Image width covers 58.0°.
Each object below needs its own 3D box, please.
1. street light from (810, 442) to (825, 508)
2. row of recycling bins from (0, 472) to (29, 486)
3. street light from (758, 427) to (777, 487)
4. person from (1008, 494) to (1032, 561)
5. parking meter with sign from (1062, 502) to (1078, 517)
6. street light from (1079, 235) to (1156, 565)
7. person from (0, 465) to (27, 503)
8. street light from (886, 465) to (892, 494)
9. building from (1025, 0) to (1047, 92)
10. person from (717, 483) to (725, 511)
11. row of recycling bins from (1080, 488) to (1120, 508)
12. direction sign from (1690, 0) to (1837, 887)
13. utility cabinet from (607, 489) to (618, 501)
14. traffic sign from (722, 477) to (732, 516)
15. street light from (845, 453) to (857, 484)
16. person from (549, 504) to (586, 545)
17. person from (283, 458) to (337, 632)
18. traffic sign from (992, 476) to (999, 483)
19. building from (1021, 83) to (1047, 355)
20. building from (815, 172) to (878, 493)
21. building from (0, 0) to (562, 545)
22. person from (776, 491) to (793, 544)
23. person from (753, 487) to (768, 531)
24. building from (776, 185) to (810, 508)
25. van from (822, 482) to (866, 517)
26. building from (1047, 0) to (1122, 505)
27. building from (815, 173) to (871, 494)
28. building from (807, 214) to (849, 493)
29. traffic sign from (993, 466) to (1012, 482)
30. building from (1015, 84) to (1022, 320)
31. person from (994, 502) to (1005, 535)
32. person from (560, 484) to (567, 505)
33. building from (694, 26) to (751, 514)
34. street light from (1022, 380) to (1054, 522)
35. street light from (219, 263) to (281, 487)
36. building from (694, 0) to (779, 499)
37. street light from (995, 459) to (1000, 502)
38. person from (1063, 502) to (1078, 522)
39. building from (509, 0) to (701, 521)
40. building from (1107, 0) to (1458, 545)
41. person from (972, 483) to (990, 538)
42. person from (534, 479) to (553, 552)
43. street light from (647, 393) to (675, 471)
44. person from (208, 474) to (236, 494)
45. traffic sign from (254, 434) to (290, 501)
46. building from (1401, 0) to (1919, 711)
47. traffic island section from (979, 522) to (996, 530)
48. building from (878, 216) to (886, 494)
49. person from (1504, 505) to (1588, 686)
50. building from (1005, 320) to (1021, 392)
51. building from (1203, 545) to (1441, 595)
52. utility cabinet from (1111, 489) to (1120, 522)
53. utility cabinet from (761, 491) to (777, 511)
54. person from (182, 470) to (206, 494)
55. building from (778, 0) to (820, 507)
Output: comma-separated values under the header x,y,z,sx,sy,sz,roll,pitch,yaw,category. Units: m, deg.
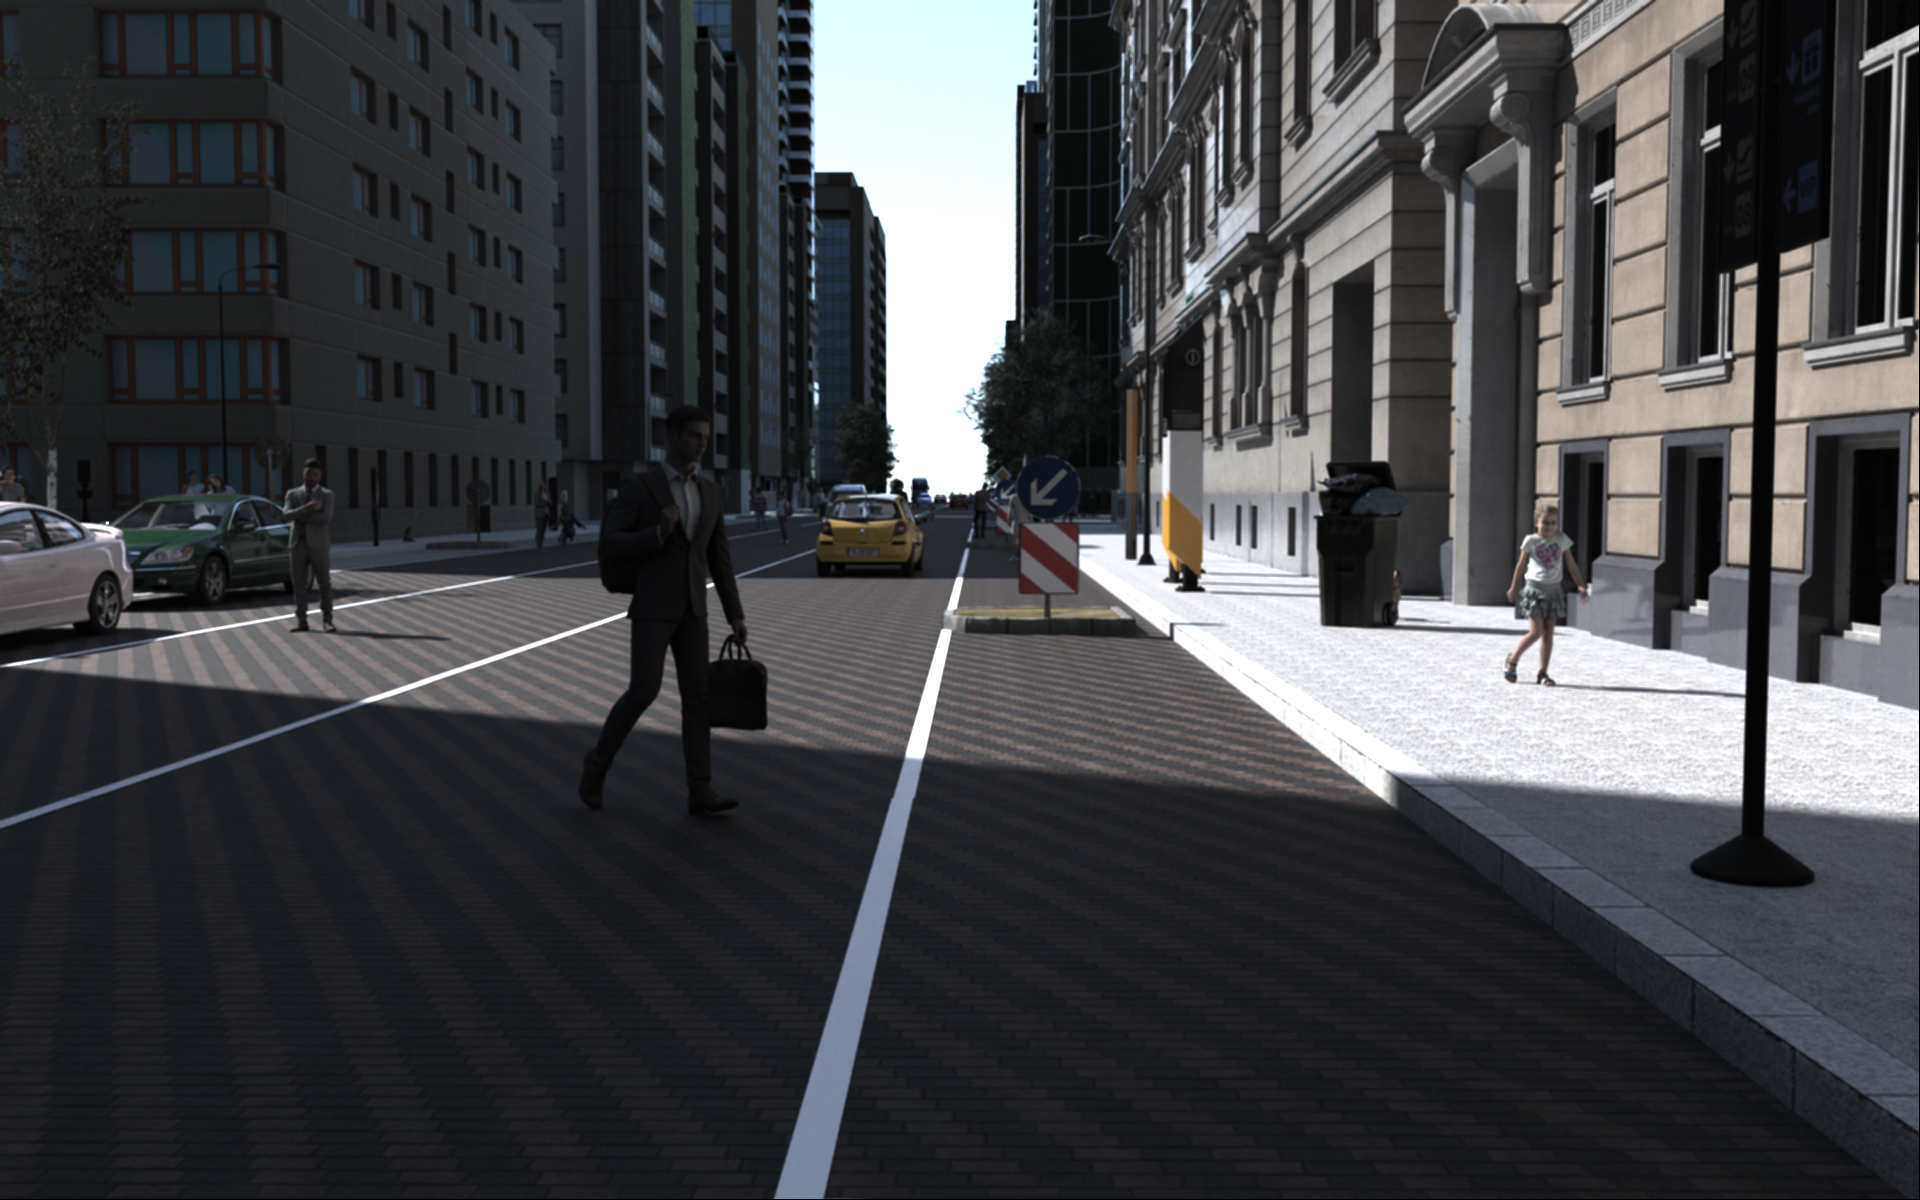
x,y,z,sx,sy,sz,roll,pitch,yaw,category
-12.845,-11.194,155.555,1.470,5.913,1.316,0,4,1,street light
-17.794,-1.452,30.849,1.069,1.692,3.534,0,4,4,row of recycling bins
-13.340,-8.998,119.651,1.470,5.913,1.316,0,4,1,street light
1.319,-1.690,36.890,0.760,1.731,0.466,3,5,45,person
6.018,-6.280,98.944,1.738,3.016,0.543,3,5,44,parking meter with sign
2.843,-3.590,31.236,1.470,5.913,1.316,0,4,1,street light
-16.459,-1.434,29.851,0.532,1.782,0.716,3,5,44,person
-11.259,-18.670,277.798,1.470,5.913,1.316,0,4,1,street light
18.724,-57.991,260.818,22.319,86.520,31.000,0,4,1,building
-8.595,-3.250,61.736,0.778,1.811,0.616,3,4,36,person
9.070,-6.303,110.159,3.534,1.692,1.069,3,5,44,row of recycling bins
2.665,-0.840,5.724,0.379,3.537,0.876,0,4,4,direction sign
-15.651,-4.270,78.500,0.318,1.500,1.173,0,4,6,utility cabinet
-13.709,-6.096,101.806,0.606,2.300,0.079,1,4,9,traffic sign
-12.323,-13.613,195.107,1.470,5.913,1.316,0,4,1,street light
-11.093,-2.153,49.207,1.012,1.151,0.738,0,4,1,person
-6.765,-0.571,18.022,0.511,1.800,0.466,-1,4,-22,person
1.854,-4.686,78.805,0.795,2.593,0.064,0,4,1,traffic sign
13.746,-33.008,189.788,14.600,45.320,14.200,0,4,1,building
-24.281,-39.107,263.093,21.300,48.544,21.600,0,4,1,building
-30.293,-12.781,54.001,28.899,21.520,27.650,0,4,1,building
-5.102,-2.394,50.235,0.503,1.515,0.523,1,4,11,person
-7.799,-3.567,67.659,0.563,1.720,0.643,-2,4,-27,person
-21.773,-23.820,161.151,14.160,30.474,14.107,0,4,1,building
-4.539,-3.851,69.980,2.013,2.044,4.112,0,4,-1,van
16.962,-44.852,171.584,20.563,71.187,20.611,0,4,1,building
-19.999,-36.401,245.271,14.600,45.320,14.200,0,4,1,building
-30.132,-31.788,211.611,32.217,40.220,23.993,0,4,1,building
1.756,-4.198,70.820,0.795,2.593,0.064,0,4,1,traffic sign
17.753,-52.802,301.566,20.563,71.187,20.611,0,4,1,building
1.445,-2.887,60.718,0.382,1.210,0.505,2,4,30,person
-17.824,-4.385,78.415,0.598,1.740,0.731,-2,4,-32,person
-21.059,-20.570,108.023,14.160,30.474,14.107,0,4,1,building
3.227,-6.007,70.758,1.470,5.913,1.316,0,4,1,street light
-14.338,-3.818,34.972,1.470,5.913,1.316,0,4,1,street light
-22.017,-29.797,137.289,14.600,45.320,14.200,0,4,1,building
5.192,-15.774,230.447,1.470,5.913,1.316,0,4,1,street light
4.188,-3.685,66.387,0.616,1.811,0.778,2,4,27,person
-21.084,-24.590,85.638,14.154,41.232,14.086,0,4,1,building
12.309,-16.477,56.789,14.401,28.519,23.554,0,4,1,building
0.682,-2.937,56.707,0.592,1.802,0.473,0,4,4,person
-10.281,-2.090,42.856,0.526,1.800,0.537,3,5,43,person
-13.827,-6.568,79.930,1.470,5.913,1.316,0,4,1,street light
-13.549,-1.417,31.927,0.793,1.790,0.793,2,4,35,person
-14.556,-2.234,36.636,0.768,2.556,0.104,0,4,4,traffic sign
11.901,-13.724,10.296,13.634,28.700,20.117,0,4,1,building
1.780,-2.974,70.903,2.009,0.180,2.903,0,4,1,traffic island section
-23.365,-40.425,284.643,21.300,48.544,21.600,0,4,1,building
3.961,-0.039,11.690,0.505,1.210,0.382,0,4,-2,person
14.397,-31.426,285.522,14.160,30.474,14.107,0,4,1,building
11.668,-14.967,32.100,14.401,28.519,23.554,0,4,1,building
7.337,-4.342,79.666,0.318,1.500,1.173,2,4,32,utility cabinet
-14.469,-7.479,130.963,1.173,1.500,0.318,-1,4,-10,utility cabinet
-17.122,-1.988,38.641,0.616,1.811,0.778,-1,4,-15,person
-25.679,-53.199,182.477,22.319,86.520,31.000,0,4,1,building
